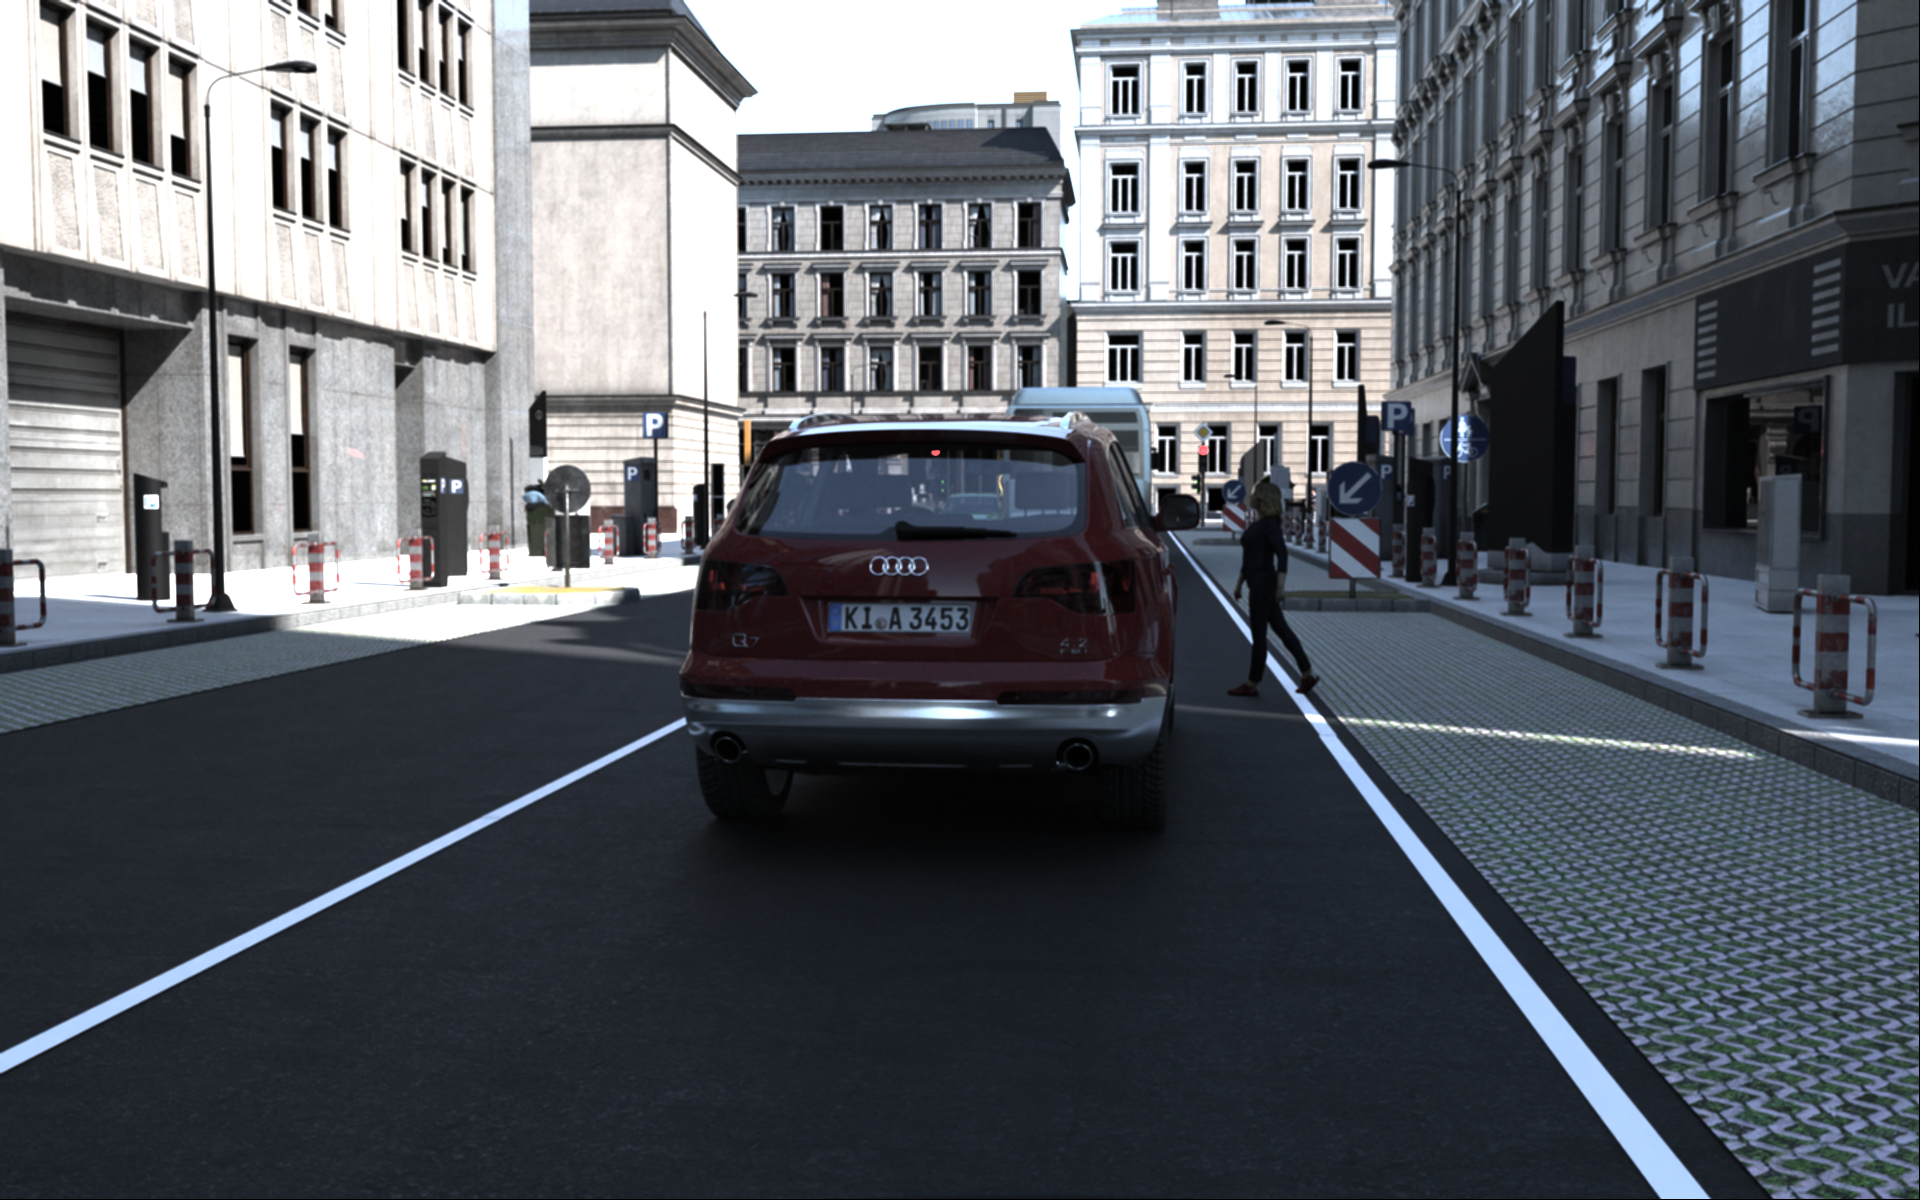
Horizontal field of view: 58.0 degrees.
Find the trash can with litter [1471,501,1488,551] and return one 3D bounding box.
[{"bbox_3d":[11.519,-1.681,38.877,1.055,1.170,0.624,1,4,13],"label":"trash can with litter"}]

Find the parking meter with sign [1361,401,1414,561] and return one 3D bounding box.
[{"bbox_3d":[8.156,-2.276,33.472,0.543,3.016,1.738,0,4,-3],"label":"parking meter with sign"}]

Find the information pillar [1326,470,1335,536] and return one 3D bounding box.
[{"bbox_3d":[11.325,-2.947,52.677,0.304,2.012,0.304,0,4,-7],"label":"information pillar"}]

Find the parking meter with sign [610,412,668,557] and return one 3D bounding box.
[{"bbox_3d":[-6.741,-2.449,36.308,0.543,3.016,1.738,1,4,16],"label":"parking meter with sign"}]

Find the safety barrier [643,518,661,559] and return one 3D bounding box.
[{"bbox_3d":[-6.052,-1.209,34.050,0.300,0.817,1.120,0,4,6],"label":"safety barrier"}]

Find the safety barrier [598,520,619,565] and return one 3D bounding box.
[{"bbox_3d":[-6.341,-1.039,31.269,0.300,0.817,1.120,0,4,6],"label":"safety barrier"}]

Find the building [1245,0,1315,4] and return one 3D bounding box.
[{"bbox_3d":[37.746,-45.230,177.762,20.563,71.187,20.611,0,4,6],"label":"building"}]

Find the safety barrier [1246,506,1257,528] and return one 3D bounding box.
[{"bbox_3d":[10.473,-2.961,62.691,0.300,0.817,1.120,0,4,6],"label":"safety barrier"}]

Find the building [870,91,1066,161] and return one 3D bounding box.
[{"bbox_3d":[1.390,-43.751,257.323,28.212,58.520,21.231,0,4,6],"label":"building"}]

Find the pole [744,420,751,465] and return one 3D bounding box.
[{"bbox_3d":[-5.842,-3.293,47.683,0.158,3.312,0.155,0,3,0],"label":"pole"}]

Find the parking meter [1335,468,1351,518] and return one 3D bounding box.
[{"bbox_3d":[8.574,-2.012,38.604,0.399,1.863,0.255,0,4,1],"label":"parking meter"}]

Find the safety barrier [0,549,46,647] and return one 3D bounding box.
[{"bbox_3d":[-8.067,-0.019,14.592,0.300,0.817,1.120,0,4,6],"label":"safety barrier"}]

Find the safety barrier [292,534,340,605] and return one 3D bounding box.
[{"bbox_3d":[-7.489,-0.360,20.155,0.300,0.817,1.120,0,4,6],"label":"safety barrier"}]

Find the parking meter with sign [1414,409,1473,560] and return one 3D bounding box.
[{"bbox_3d":[9.431,-2.336,34.459,0.543,3.016,1.738,-2,4,-32],"label":"parking meter with sign"}]

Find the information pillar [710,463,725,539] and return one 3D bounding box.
[{"bbox_3d":[-5.780,-2.250,41.286,0.304,2.012,0.304,-1,4,-15],"label":"information pillar"}]

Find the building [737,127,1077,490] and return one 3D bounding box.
[{"bbox_3d":[-14.124,-14.907,94.634,40.483,20.767,10.553,0,4,6],"label":"building"}]

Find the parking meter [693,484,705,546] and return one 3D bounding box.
[{"bbox_3d":[-6.449,-2.121,43.082,0.372,1.533,0.369,0,3,0],"label":"parking meter"}]

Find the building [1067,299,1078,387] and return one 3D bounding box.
[{"bbox_3d":[22.132,-29.440,253.049,14.107,30.474,14.160,0,4,6],"label":"building"}]

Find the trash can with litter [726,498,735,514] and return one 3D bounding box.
[{"bbox_3d":[-6.083,-2.183,47.083,0.624,1.170,1.055,0,4,7],"label":"trash can with litter"}]

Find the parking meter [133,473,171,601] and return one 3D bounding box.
[{"bbox_3d":[-9.755,-0.765,20.915,0.372,1.533,0.369,0,3,0],"label":"parking meter"}]

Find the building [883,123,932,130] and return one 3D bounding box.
[{"bbox_3d":[-1.091,-31.128,192.544,14.154,41.232,14.086,0,4,6],"label":"building"}]

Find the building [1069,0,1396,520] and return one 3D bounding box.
[{"bbox_3d":[16.136,-18.749,92.449,20.117,28.700,13.634,0,4,6],"label":"building"}]

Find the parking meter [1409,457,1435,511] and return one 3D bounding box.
[{"bbox_3d":[7.198,-1.303,27.013,0.399,1.863,0.255,1,4,17],"label":"parking meter"}]

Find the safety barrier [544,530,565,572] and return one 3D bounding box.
[{"bbox_3d":[-6.628,-0.869,28.491,0.300,0.817,1.120,0,4,6],"label":"safety barrier"}]

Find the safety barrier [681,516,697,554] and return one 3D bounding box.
[{"bbox_3d":[-5.764,-1.380,36.834,0.300,0.817,1.120,0,4,6],"label":"safety barrier"}]

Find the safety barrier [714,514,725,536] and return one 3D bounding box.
[{"bbox_3d":[-5.475,-1.550,39.613,0.300,0.817,1.120,0,4,6],"label":"safety barrier"}]

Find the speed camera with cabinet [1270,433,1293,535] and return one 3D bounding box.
[{"bbox_3d":[10.326,-3.742,55.511,0.660,3.252,2.038,0,4,7],"label":"speed camera with cabinet"}]

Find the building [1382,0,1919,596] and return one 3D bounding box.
[{"bbox_3d":[21.107,-16.097,39.597,17.030,29.872,44.131,0,4,6],"label":"building"}]

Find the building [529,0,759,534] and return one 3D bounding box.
[{"bbox_3d":[-17.644,-12.001,60.848,19.286,19.102,10.561,0,4,6],"label":"building"}]

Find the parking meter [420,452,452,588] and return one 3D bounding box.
[{"bbox_3d":[-7.208,-1.103,23.743,0.255,1.863,0.399,0,4,2],"label":"parking meter"}]

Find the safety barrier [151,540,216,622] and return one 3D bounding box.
[{"bbox_3d":[-7.779,-0.189,17.370,0.300,0.817,1.120,0,4,6],"label":"safety barrier"}]

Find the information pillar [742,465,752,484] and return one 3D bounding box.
[{"bbox_3d":[-5.312,-2.384,43.476,0.304,2.012,0.304,-1,4,-10],"label":"information pillar"}]

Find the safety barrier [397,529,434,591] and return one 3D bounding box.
[{"bbox_3d":[-7.203,-0.529,22.929,0.300,0.817,1.120,0,4,6],"label":"safety barrier"}]

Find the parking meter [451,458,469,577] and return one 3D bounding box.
[{"bbox_3d":[-7.895,-1.304,27.031,0.399,1.863,0.255,-3,5,-42],"label":"parking meter"}]

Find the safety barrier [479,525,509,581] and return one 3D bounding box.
[{"bbox_3d":[-6.911,-0.700,25.717,0.300,0.817,1.120,0,4,6],"label":"safety barrier"}]

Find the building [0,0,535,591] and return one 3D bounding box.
[{"bbox_3d":[-17.145,-13.060,31.550,12.078,24.808,19.932,0,4,6],"label":"building"}]

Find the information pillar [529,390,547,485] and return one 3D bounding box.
[{"bbox_3d":[-9.543,-2.930,39.255,0.504,3.616,0.183,2,4,33],"label":"information pillar"}]

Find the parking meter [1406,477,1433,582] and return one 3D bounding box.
[{"bbox_3d":[6.704,-1.031,25.268,0.372,1.533,0.369,0,3,0],"label":"parking meter"}]
